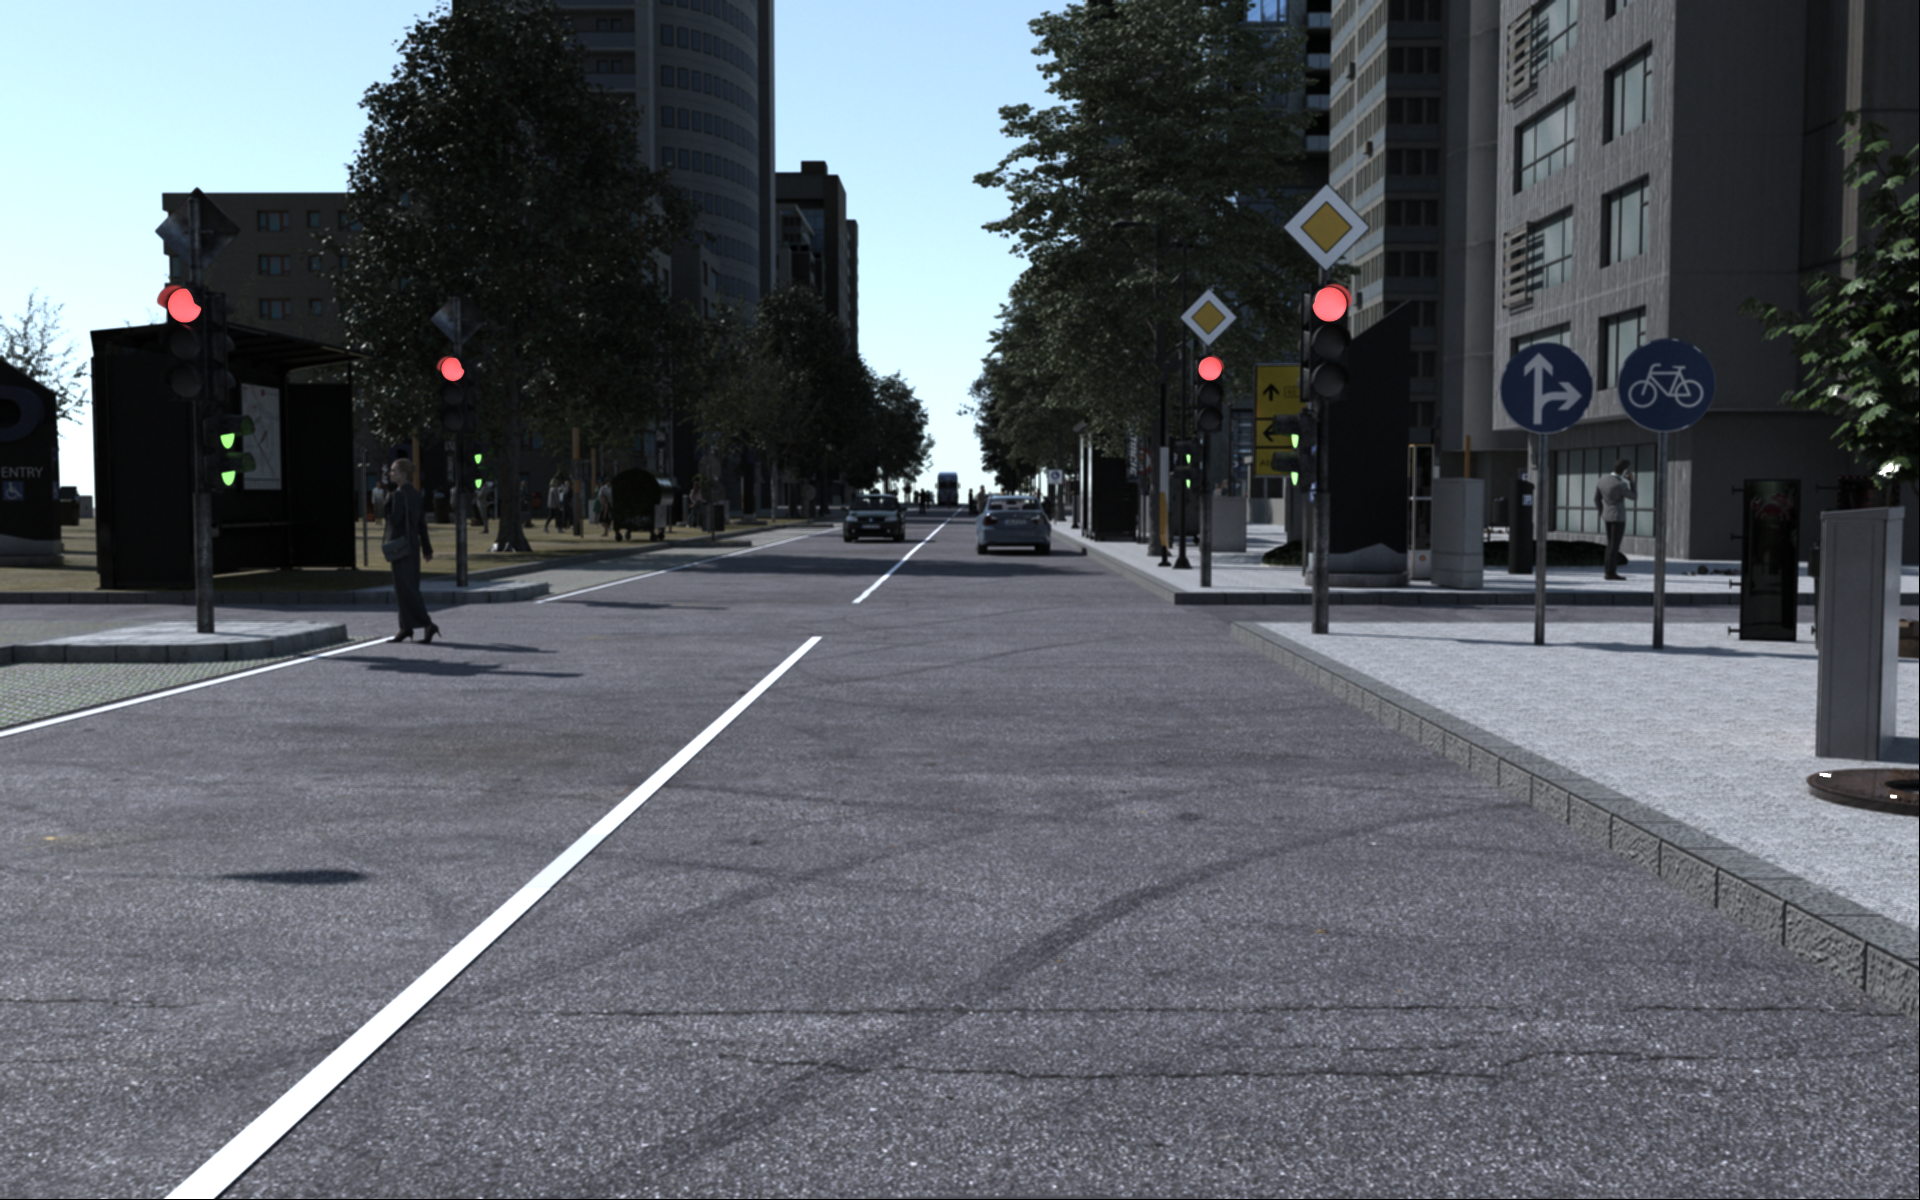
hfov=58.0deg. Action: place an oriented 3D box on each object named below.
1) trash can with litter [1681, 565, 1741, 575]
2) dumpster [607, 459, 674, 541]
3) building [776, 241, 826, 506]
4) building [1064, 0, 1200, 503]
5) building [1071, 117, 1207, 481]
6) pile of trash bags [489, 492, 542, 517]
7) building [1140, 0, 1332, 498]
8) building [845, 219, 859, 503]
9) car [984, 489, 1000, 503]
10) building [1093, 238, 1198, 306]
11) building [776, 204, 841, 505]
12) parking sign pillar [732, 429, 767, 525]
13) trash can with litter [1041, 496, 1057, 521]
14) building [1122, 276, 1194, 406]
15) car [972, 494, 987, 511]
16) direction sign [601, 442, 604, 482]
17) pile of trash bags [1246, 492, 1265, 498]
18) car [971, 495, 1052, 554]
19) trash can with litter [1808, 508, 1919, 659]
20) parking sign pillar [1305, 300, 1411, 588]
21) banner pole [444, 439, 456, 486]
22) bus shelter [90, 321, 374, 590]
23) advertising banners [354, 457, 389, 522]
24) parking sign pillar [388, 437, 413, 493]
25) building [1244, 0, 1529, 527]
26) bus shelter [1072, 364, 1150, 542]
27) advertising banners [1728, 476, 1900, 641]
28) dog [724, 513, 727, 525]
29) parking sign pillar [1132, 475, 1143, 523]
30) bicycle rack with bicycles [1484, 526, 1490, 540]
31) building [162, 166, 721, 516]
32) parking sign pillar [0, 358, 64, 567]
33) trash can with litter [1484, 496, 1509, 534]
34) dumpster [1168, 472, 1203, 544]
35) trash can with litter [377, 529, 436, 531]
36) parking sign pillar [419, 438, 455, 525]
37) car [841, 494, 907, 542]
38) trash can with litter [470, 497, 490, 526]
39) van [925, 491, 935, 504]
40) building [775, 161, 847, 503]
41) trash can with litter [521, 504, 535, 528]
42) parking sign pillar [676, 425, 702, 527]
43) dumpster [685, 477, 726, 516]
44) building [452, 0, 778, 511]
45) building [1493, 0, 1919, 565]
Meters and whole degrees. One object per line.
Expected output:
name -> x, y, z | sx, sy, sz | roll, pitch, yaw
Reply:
trash can with litter -> 12.424, -1.026, 27.836 | 2.233, 1.210, 1.678 | -1, 4, -18
dumpster -> -8.772, -2.755, 47.543 | 1.502, 2.255, 1.985 | 0, 4, 1
building -> -23.002, -26.125, 198.847 | 14.160, 30.474, 14.107 | 0, 4, 1
building -> 25.713, -49.445, 246.669 | 20.563, 71.187, 20.611 | 0, 4, 1
building -> 26.657, -36.815, 221.538 | 23.786, 49.044, 30.456 | 0, 4, 1
pile of trash bags -> -25.216, -5.373, 97.604 | 3.447, 1.369, 1.912 | -2, 4, -34
building -> 24.828, -49.333, 119.259 | 22.319, 86.520, 31.000 | 0, 4, 1
building -> -22.155, -34.697, 250.887 | 14.154, 41.232, 14.086 | 0, 4, 1
car -> 2.522, -6.936, 122.439 | 2.155, 1.783, 4.494 | 0, 4, -1
building -> 21.936, -26.173, 199.624 | 14.160, 30.474, 14.107 | 0, 4, 1
building -> -31.617, -32.157, 217.652 | 32.217, 40.220, 23.993 | 0, 4, 1
parking sign pillar -> -8.694, -5.079, 71.521 | 1.447, 3.967, 1.447 | 0, 4, -2
trash can with litter -> 4.830, -4.788, 89.666 | 1.055, 1.170, 0.624 | 1, 4, 23
building -> 27.502, -18.752, 151.641 | 27.650, 21.520, 28.899 | 0, 4, 1
car -> 1.797, -7.122, 128.243 | 2.131, 1.459, 4.920 | 0, 4, 2
direction sign -> -15.762, -5.160, 76.356 | 0.379, 3.537, 0.876 | -1, 4, -18
pile of trash bags -> 16.670, -5.133, 93.669 | 3.447, 1.369, 1.912 | 3, 4, 37
car -> 1.272, -1.858, 42.381 | 2.014, 1.417, 4.499 | 0, 4, 0
trash can with litter -> 7.396, -0.154, 13.904 | 0.624, 1.170, 1.055 | -3, 5, -40
parking sign pillar -> 5.579, -2.186, 24.214 | 1.447, 3.967, 1.447 | 0, 4, -5
banner pole -> -20.082, -4.819, 68.803 | 0.863, 3.779, 0.401 | -2, 4, -34
bus shelter -> -10.762, -2.136, 26.214 | 1.731, 3.624, 6.357 | 0, 4, 1
advertising banners -> -27.189, -5.106, 79.665 | 2.074, 3.025, 0.090 | 0, 4, -3
parking sign pillar -> -26.212, -5.720, 81.992 | 1.447, 3.967, 1.447 | -3, 5, -39
building -> 29.287, -23.367, 73.925 | 32.217, 40.220, 23.993 | 0, 4, 1
bus shelter -> 4.465, -4.471, 50.732 | 2.179, 5.291, 8.768 | 0, 4, 1
advertising banners -> 7.758, -1.141, 14.846 | 2.074, 3.025, 0.090 | 1, 4, 18
dog -> -9.883, -3.351, 71.626 | 0.540, 0.507, 0.406 | 0, 4, 0
parking sign pillar -> 6.452, -4.829, 67.432 | 1.447, 3.967, 1.447 | 1, 4, 20
bicycle rack with bicycles -> 9.781, -1.442, 36.960 | 2.925, 0.926, 2.852 | -1, 4, -21
building -> -31.724, -16.444, 113.904 | 27.650, 21.520, 28.899 | 0, 4, 1
parking sign pillar -> -16.861, -2.596, 30.920 | 1.447, 3.967, 1.447 | -1, 4, -10
trash can with litter -> 17.817, -2.756, 56.126 | 2.233, 1.210, 1.678 | 3, 5, 41
dumpster -> 5.552, -2.306, 43.459 | 1.264, 1.857, 1.865 | 0, 4, 1
trash can with litter -> -18.929, -2.979, 59.761 | 2.233, 1.210, 1.678 | 3, 5, 40
parking sign pillar -> -23.161, -5.411, 76.937 | 1.447, 3.967, 1.447 | 0, 4, -2
car -> -2.589, -2.625, 52.700 | 2.009, 1.686, 4.222 | 0, 4, 1
trash can with litter -> -19.244, -3.543, 69.311 | 0.624, 1.170, 1.055 | 0, 4, -2
van -> -4.471, -14.522, 244.443 | 2.013, 2.044, 4.112 | 0, 4, 0
building -> -22.892, -35.874, 236.653 | 14.600, 45.320, 14.200 | 0, 4, 1
trash can with litter -> -16.852, -3.358, 66.294 | 1.055, 1.170, 0.624 | -2, 4, -33
parking sign pillar -> -10.393, -4.854, 67.828 | 1.447, 3.967, 1.447 | 0, 4, -5
dumpster -> -10.922, -4.385, 74.188 | 1.502, 2.255, 1.985 | 0, 4, 1
building -> -27.162, -36.650, 141.233 | 21.231, 58.520, 28.212 | 0, 4, 1
building -> 20.168, -21.523, 35.497 | 14.086, 41.232, 14.154 | 0, 4, 1
